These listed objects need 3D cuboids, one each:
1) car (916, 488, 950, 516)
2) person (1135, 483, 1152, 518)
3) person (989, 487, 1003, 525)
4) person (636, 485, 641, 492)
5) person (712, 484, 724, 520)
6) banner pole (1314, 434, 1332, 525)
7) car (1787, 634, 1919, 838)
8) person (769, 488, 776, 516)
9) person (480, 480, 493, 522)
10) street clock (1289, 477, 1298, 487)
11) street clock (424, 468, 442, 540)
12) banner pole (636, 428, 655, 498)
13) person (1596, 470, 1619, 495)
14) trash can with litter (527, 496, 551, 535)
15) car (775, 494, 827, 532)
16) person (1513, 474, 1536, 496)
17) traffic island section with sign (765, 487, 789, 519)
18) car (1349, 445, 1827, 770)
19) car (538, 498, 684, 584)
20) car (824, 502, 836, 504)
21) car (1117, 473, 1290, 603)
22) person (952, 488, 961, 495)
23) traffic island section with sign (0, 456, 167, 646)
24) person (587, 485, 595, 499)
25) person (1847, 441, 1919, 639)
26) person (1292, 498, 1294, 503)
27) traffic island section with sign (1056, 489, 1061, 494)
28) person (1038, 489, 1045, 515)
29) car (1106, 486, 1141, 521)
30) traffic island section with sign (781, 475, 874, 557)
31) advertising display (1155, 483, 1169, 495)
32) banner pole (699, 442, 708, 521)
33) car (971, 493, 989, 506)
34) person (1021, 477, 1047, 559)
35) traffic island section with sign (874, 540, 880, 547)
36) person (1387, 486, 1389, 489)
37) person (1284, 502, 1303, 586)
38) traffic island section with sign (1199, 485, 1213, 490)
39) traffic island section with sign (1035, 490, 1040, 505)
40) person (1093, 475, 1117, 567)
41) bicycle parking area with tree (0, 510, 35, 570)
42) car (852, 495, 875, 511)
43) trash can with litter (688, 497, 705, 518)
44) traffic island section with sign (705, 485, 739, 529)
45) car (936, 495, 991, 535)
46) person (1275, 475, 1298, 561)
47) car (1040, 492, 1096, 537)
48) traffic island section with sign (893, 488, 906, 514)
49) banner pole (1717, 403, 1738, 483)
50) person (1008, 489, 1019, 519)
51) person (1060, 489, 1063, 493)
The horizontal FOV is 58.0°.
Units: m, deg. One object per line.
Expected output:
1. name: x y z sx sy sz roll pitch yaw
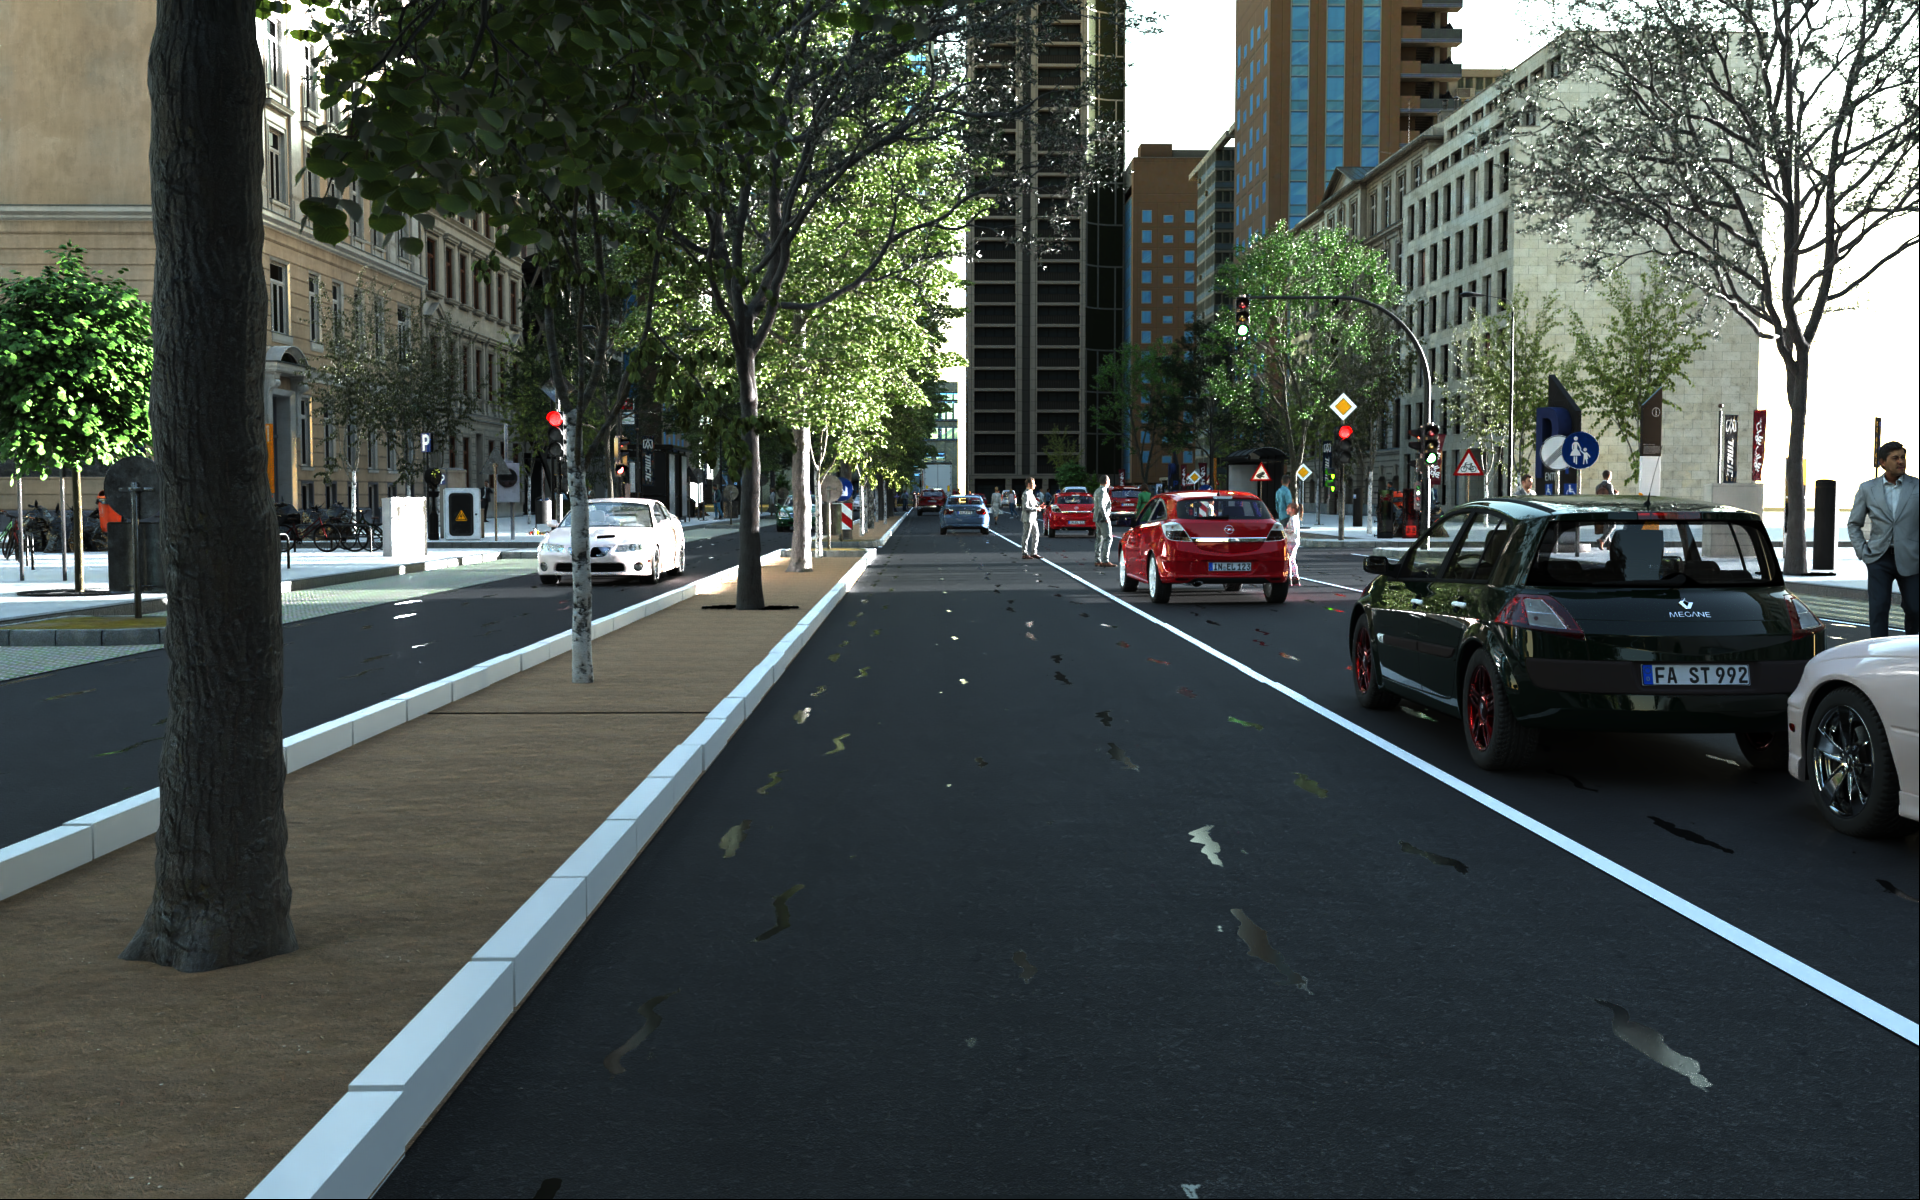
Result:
1. car: -1.835 -6.580 116.256 2.281 1.827 5.304 0 4 -1
2. person: 6.079 -2.957 57.102 0.600 1.795 0.529 -2 4 -29
3. person: 1.663 -4.418 81.085 0.694 1.780 0.624 2 4 30
4. person: -17.056 -5.290 92.712 0.661 1.801 0.590 0 4 -3
5. person: -12.082 -4.875 86.089 0.623 1.781 0.721 3 5 43
6. banner pole: 15.039 -4.987 71.560 0.401 3.779 0.863 -3 5 -40
7. car: 4.668 0.399 5.837 2.083 1.381 4.827 0 4 -2
8. person: -10.859 -5.637 100.892 0.641 1.798 0.478 2 4 24
9. person: -21.663 -4.507 79.091 0.648 1.900 0.474 -3 5 -45
10. street clock: 13.635 -4.060 70.951 0.358 2.002 0.471 2 4 35
11. street clock: -14.676 -2.674 48.286 0.358 2.002 0.471 1 4 22
12. banner pole: -11.944 -4.616 65.486 0.863 3.779 0.401 -1 4 -9
13. person: 14.771 -2.057 39.636 0.822 1.834 0.622 -2 4 -29
14. trash can with litter: -12.756 -2.676 54.814 2.233 1.210 1.678 -2 4 -28
15. car: -6.119 -3.419 67.699 2.131 1.459 4.920 0 4 -1
16. person: 10.429 -1.407 31.709 0.606 1.804 0.583 -2 4 -28
17. traffic island section with sign: -10.103 -5.549 99.348 1.989 1.847 2.006 0 4 -1
18. car: 3.541 -0.036 10.372 2.009 1.686 4.222 0 3 0
19. car: -5.788 -1.027 29.154 2.083 1.381 4.827 0 4 -1
20. car: -11.265 -8.196 143.794 2.009 1.686 4.222 0 4 -1
21. car: 3.332 -0.931 24.262 2.155 1.783 4.494 0 4 -3
22. person: -0.274 -6.720 118.339 0.580 1.828 0.573 -1 4 -20
23. traffic island section with sign: -8.382 -0.522 17.159 1.989 1.847 2.006 0 4 -1
24. person: -19.127 -5.072 89.516 0.519 1.759 0.362 1 4 16
25. person: 7.304 -0.319 13.555 0.661 1.843 0.795 2 4 32
26. person: 10.800 -2.674 56.493 0.640 1.303 0.475 2 4 28
27. traffic island section with sign: 8.474 -8.645 149.971 1.989 1.847 2.006 0 4 -1
28. person: 5.341 -6.478 114.637 0.641 1.798 0.478 2 4 24
29. car: 7.311 -4.275 78.565 2.281 1.827 5.304 0 4 -1
30. traffic island section with sign: -3.071 -1.949 40.003 2.006 1.907 1.989 0 4 -1
31. advertising display: 14.513 -7.247 123.702 0.974 1.923 0.123 0 4 -3
32. banner pole: -12.316 -5.721 83.549 0.401 3.779 0.863 -2 4 -26
33. car: 1.624 -9.333 161.627 2.155 1.783 4.494 0 4 1
34. person: 1.617 -1.803 38.186 0.583 1.804 0.606 1 4 12
35. traffic island section with sign: -3.216 -2.402 47.409 2.006 1.907 1.989 0 4 -1
36. person: 20.401 -4.610 82.161 0.760 1.731 0.466 -3 5 -40
37. person: 5.168 -0.875 27.088 0.394 1.301 0.425 0 4 2
38. traffic island section with sign: 10.093 -3.918 72.690 1.989 1.847 2.006 0 4 -1
39. traffic island section with sign: 7.894 -10.306 177.133 1.989 1.847 2.006 0 4 -1
40. person: 2.821 -1.568 34.240 0.391 1.810 0.635 -1 4 -17
41. bicycle parking area with tree: -20.309 -2.643 30.214 8.231 4.147 9.016 -1 4 -17
42. car: -8.003 -8.068 144.270 2.083 1.381 4.827 0 4 -2
43. trash can with litter: -14.388 -5.060 94.110 1.055 1.170 0.624 1 4 11
44. traffic island section with sign: -9.534 -3.890 72.230 1.989 1.847 2.006 0 4 -1
45. car: 0.145 -3.088 62.493 2.014 1.417 4.499 0 4 -1
46. person: 6.828 -1.738 36.775 0.748 1.841 0.638 0 4 -1
47. car: 3.788 -3.034 58.642 2.155 1.783 4.494 0 4 0
48. traffic island section with sign: -4.793 -6.997 122.531 2.006 1.907 1.989 0 4 -1
49. banner pole: 21.217 -3.546 48.001 0.863 3.779 0.401 -1 4 -19
50. person: 3.158 -5.634 101.284 0.598 1.740 0.731 1 4 19
51. person: 6.914 -6.732 118.907 0.599 1.781 0.374 2 4 25
